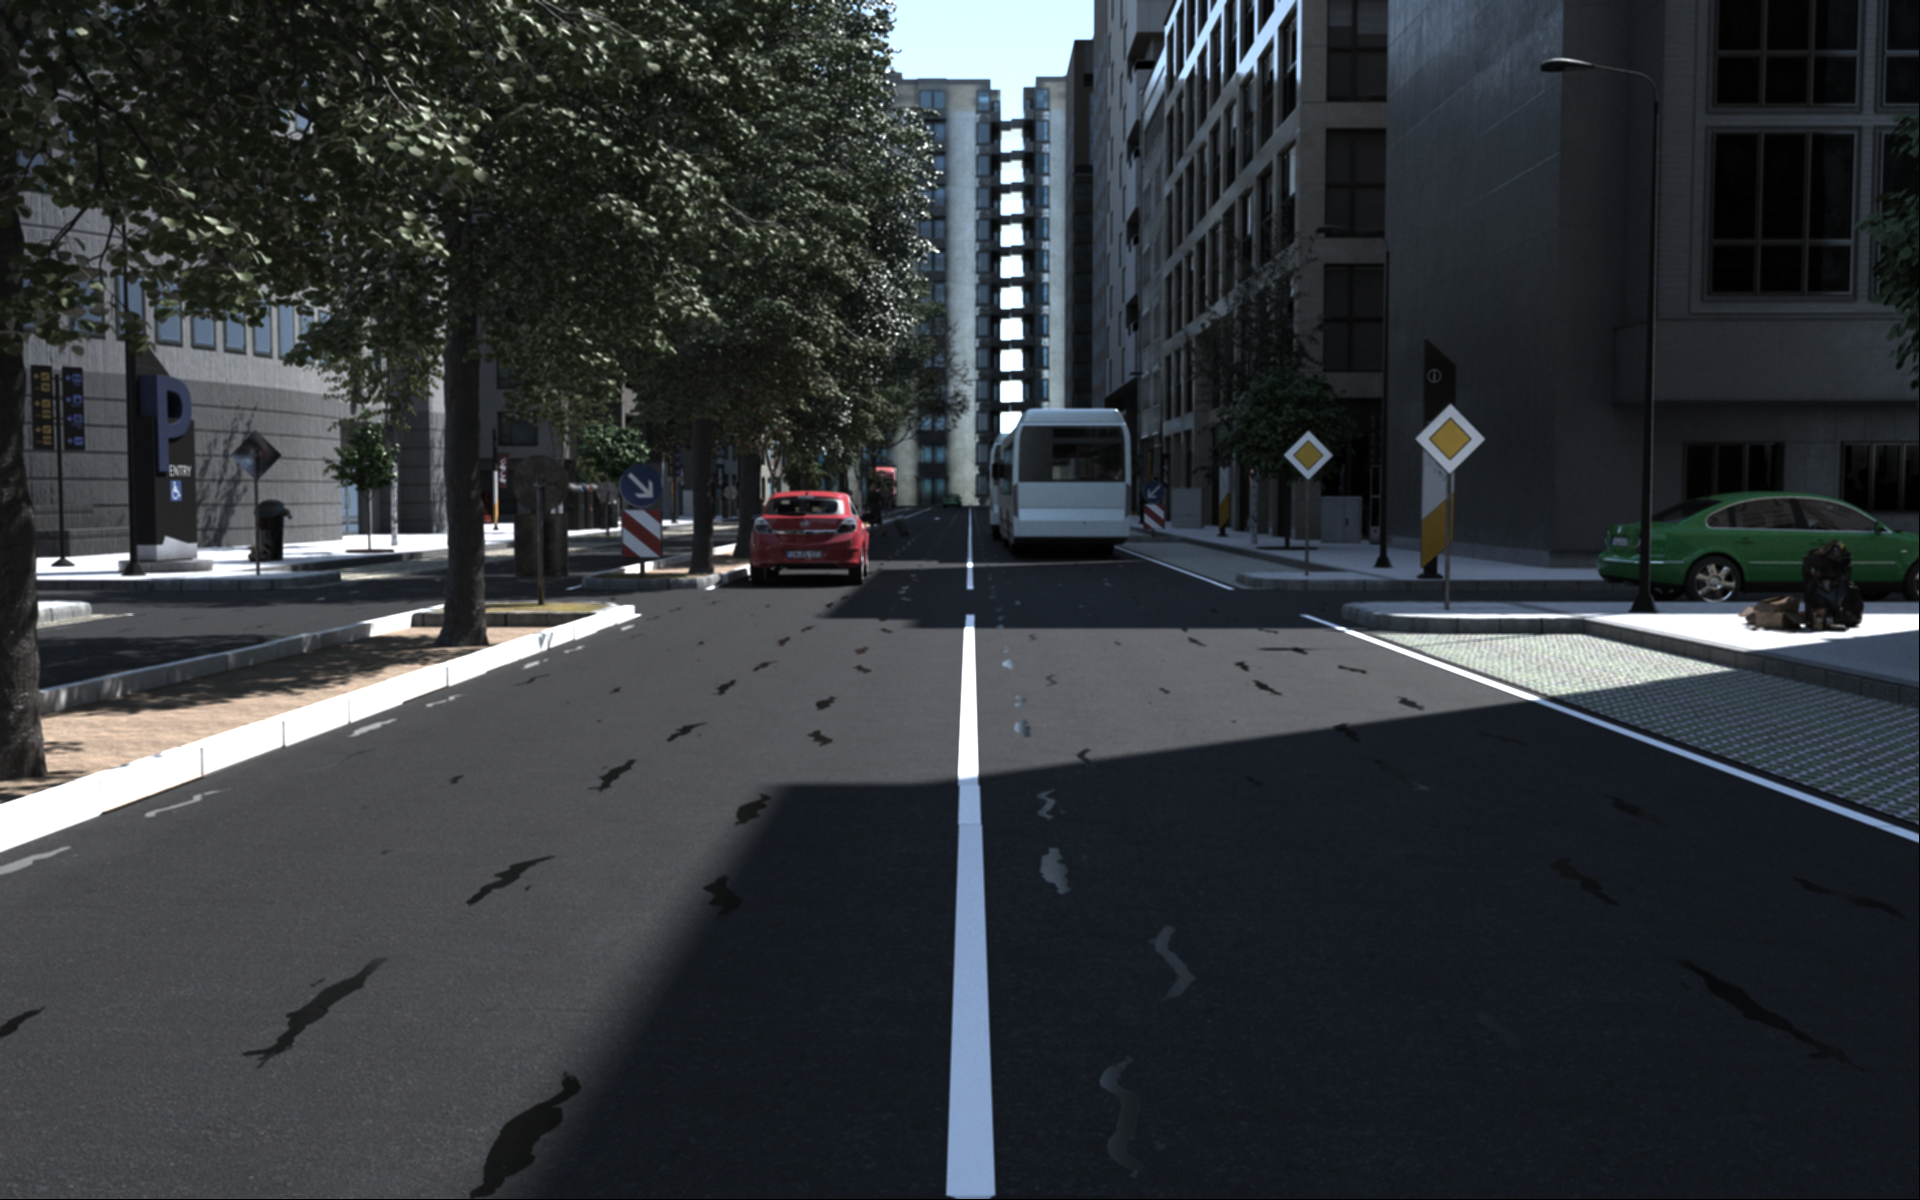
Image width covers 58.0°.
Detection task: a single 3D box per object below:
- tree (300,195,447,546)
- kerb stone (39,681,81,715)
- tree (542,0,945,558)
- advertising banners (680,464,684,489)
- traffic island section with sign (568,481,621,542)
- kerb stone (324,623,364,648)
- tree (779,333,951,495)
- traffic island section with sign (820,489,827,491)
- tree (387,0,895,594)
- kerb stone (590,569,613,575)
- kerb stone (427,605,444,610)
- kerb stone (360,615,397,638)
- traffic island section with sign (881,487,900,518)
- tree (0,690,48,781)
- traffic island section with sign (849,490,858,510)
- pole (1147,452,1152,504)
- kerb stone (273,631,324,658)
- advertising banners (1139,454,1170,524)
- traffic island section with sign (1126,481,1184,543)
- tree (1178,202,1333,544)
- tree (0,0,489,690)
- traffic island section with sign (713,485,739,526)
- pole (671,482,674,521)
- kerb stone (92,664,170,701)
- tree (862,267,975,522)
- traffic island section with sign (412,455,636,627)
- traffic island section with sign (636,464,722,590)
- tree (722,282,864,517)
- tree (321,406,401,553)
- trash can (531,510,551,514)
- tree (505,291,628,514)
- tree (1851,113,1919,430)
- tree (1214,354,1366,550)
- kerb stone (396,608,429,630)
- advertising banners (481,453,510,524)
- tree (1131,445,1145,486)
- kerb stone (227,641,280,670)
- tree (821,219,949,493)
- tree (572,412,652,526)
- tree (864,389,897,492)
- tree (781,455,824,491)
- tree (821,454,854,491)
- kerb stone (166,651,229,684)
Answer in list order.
[{"bbox_3d":[-14.117,-5.657,42.862,4.737,8.622,4.395,0,3,0],"label":"tree"},{"bbox_3d":[-5.982,0.663,11.372,0.120,0.150,1.000,0,4,0],"label":"kerb stone"},{"bbox_3d":[-4.782,-7.931,38.790,9.857,13.997,8.962,0,3,0],"label":"tree"},{"bbox_3d":[-15.833,-6.370,100.336,0.090,3.025,2.074,-2,4,-28],"label":"advertising banners"},{"bbox_3d":[-10.613,-2.646,51.890,1.989,1.847,2.006,0,4,0],"label":"traffic island section with sign"},{"bbox_3d":[-5.944,0.355,16.501,0.120,0.150,1.000,0,4,0],"label":"kerb stone"},{"bbox_3d":[-4.524,-8.165,70.362,8.767,10.594,7.601,0,4,0],"label":"tree"},{"bbox_3d":[-10.157,-7.368,129.102,1.989,1.847,2.006,0,4,0],"label":"traffic island section with sign"},{"bbox_3d":[-4.460,-6.650,29.307,7.486,12.596,7.792,0,3,0],"label":"tree"},{"bbox_3d":[-5.877,-0.374,28.303,0.120,0.150,1.000,0,4,0],"label":"kerb stone"},{"bbox_3d":[-5.936,0.161,19.578,0.120,0.150,1.000,0,4,0],"label":"kerb stone"},{"bbox_3d":[-5.944,0.289,17.523,0.120,0.150,1.000,0,4,0],"label":"kerb stone"},{"bbox_3d":[-4.394,-5.744,102.046,2.006,1.907,1.989,0,4,0],"label":"traffic island section with sign"},{"bbox_3d":[-4.956,-5.395,8.791,7.486,12.596,7.792,0,3,0],"label":"tree"},{"bbox_3d":[-9.999,-9.086,157.190,1.989,1.847,2.006,0,4,0],"label":"traffic island section with sign"},{"bbox_3d":[9.096,-5.468,83.251,0.158,3.312,0.155,0,3,0],"label":"pole"},{"bbox_3d":[-5.954,0.411,15.479,0.120,0.150,1.000,0,4,0],"label":"kerb stone"},{"bbox_3d":[8.381,-4.788,74.474,2.074,3.025,0.090,-3,5,-44],"label":"advertising banners"},{"bbox_3d":[5.604,-2.640,51.786,1.989,1.847,2.006,0,4,0],"label":"traffic island section with sign"},{"bbox_3d":[7.578,-5.758,44.498,4.360,8.622,3.978,0,3,0],"label":"tree"},{"bbox_3d":[-4.771,-5.858,16.362,7.486,12.596,7.792,0,3,0],"label":"tree"},{"bbox_3d":[-10.452,-4.299,78.923,1.989,1.847,2.006,0,4,0],"label":"traffic island section with sign"},{"bbox_3d":[-13.807,-5.475,83.357,0.158,3.312,0.155,0,3,0],"label":"pole"},{"bbox_3d":[-5.972,0.599,12.410,0.120,0.150,1.000,0,4,0],"label":"kerb stone"},{"bbox_3d":[-4.306,-10.639,86.774,12.009,13.543,11.850,0,3,0],"label":"tree"},{"bbox_3d":[-4.876,-0.695,19.502,2.006,1.907,1.989,0,4,0],"label":"traffic island section with sign"},{"bbox_3d":[-4.823,-1.148,26.909,2.006,1.907,1.989,0,4,0],"label":"traffic island section with sign"},{"bbox_3d":[-4.996,-5.728,46.471,4.737,8.622,4.395,0,3,0],"label":"tree"},{"bbox_3d":[-13.158,-2.660,38.098,1.663,3.219,1.824,0,3,0],"label":"tree"},{"bbox_3d":[-13.266,-2.642,54.855,0.748,1.137,0.748,0,3,0],"label":"trash can"},{"bbox_3d":[-13.450,-6.617,58.555,4.737,8.622,4.395,0,3,0],"label":"tree"},{"bbox_3d":[7.716,-1.702,11.540,4.285,4.588,4.351,0,3,0],"label":"tree"},{"bbox_3d":[7.695,-3.459,40.275,4.285,4.588,4.351,0,3,0],"label":"tree"},{"bbox_3d":[-5.933,0.223,18.544,0.120,0.150,1.000,0,4,0],"label":"kerb stone"},{"bbox_3d":[-20.297,-4.768,74.143,2.074,3.025,0.090,0,4,-1],"label":"advertising banners"},{"bbox_3d":[8.033,-6.581,91.314,4.285,4.588,4.351,0,3,0],"label":"tree"},{"bbox_3d":[-5.957,0.482,14.454,0.120,0.150,1.000,0,4,0],"label":"kerb stone"},{"bbox_3d":[-4.154,-8.151,61.480,9.928,11.665,9.643,0,3,0],"label":"tree"},{"bbox_3d":[-14.006,-5.246,69.482,4.285,4.588,4.351,0,3,0],"label":"tree"},{"bbox_3d":[-4.488,-7.635,77.651,4.737,8.622,4.395,0,3,0],"label":"tree"},{"bbox_3d":[-13.297,-10.140,149.501,4.285,4.588,4.351,0,3,0],"label":"tree"},{"bbox_3d":[-12.480,-14.057,180.195,4.360,8.622,3.978,0,3,0],"label":"tree"},{"bbox_3d":[-5.967,0.540,13.432,0.120,0.150,1.000,0,4,0],"label":"kerb stone"}]
